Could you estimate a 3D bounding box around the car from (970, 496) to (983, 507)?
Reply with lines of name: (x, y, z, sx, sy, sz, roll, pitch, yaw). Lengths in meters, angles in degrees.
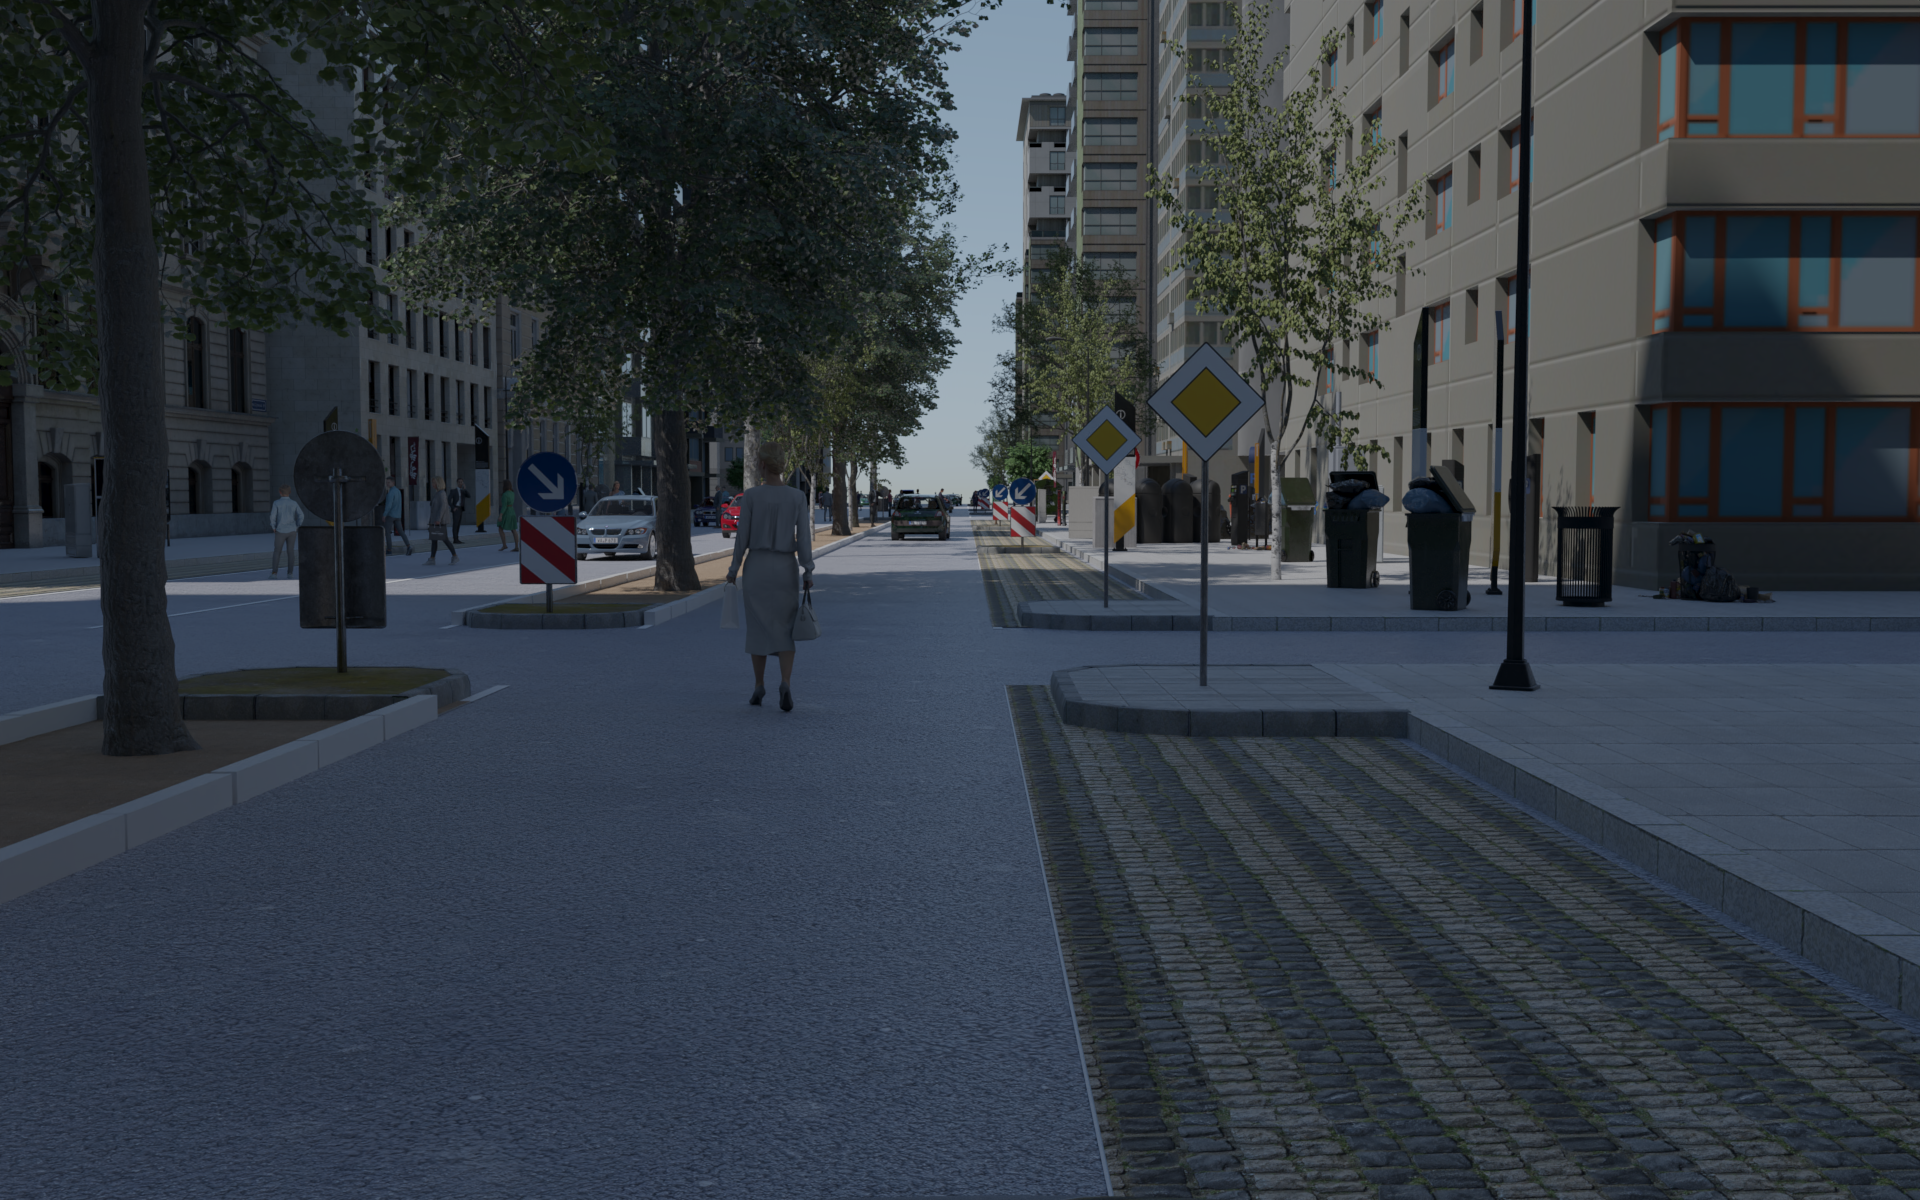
car: (2.044, -11.440, 196.829, 2.009, 1.686, 4.222, 0, 4, 2)

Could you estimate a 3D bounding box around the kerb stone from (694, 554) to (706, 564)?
kerb stone: (-5.433, -0.829, 35.755, 0.120, 0.150, 1.000, 0, 4, 0)

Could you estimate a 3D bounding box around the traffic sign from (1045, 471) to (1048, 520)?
traffic sign: (4.271, -5.170, 85.714, 0.795, 2.450, 0.064, 1, 4, 9)

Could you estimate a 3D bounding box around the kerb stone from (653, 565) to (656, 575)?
kerb stone: (-5.441, -0.516, 30.632, 0.120, 0.150, 1.000, 0, 4, 0)

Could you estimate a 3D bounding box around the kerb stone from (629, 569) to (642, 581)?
kerb stone: (-5.446, -0.389, 28.583, 0.120, 0.150, 1.000, 0, 4, 0)

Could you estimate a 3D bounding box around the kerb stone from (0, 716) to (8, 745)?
kerb stone: (-5.493, 0.776, 9.559, 0.120, 0.150, 1.000, 0, 4, 0)

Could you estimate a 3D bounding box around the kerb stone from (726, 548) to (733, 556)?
kerb stone: (-5.417, -1.079, 39.845, 0.120, 0.150, 1.000, 0, 4, 0)

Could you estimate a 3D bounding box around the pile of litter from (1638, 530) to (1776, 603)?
pile of litter: (9.093, -0.435, 21.082, 1.176, 0.858, 1.719, -1, 4, -14)

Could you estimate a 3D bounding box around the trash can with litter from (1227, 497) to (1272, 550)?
trash can with litter: (6.931, -1.779, 40.151, 1.678, 1.210, 2.233, -1, 4, -14)

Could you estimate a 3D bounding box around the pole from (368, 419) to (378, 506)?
pole: (-15.960, -3.259, 47.131, 0.158, 3.312, 0.155, 0, 3, 0)

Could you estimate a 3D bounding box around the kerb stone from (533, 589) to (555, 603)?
kerb stone: (-5.463, -0.013, 22.430, 0.120, 0.150, 1.000, 0, 4, 0)

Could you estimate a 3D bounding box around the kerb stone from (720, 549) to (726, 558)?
kerb stone: (-5.425, -1.004, 38.824, 0.120, 0.150, 1.000, 0, 4, 0)

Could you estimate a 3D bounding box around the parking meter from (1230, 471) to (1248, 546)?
parking meter: (6.948, -2.286, 43.090, 0.399, 1.863, 0.255, -2, 4, -30)

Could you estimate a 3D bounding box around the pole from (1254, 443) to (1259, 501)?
pole: (11.884, -4.621, 69.396, 0.158, 3.312, 0.155, 0, 3, 0)

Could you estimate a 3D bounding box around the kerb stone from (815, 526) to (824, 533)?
kerb stone: (-5.347, -2.647, 65.467, 0.120, 0.150, 1.000, 0, 4, 0)

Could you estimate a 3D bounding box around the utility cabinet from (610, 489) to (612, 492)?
utility cabinet: (-16.084, -4.361, 79.982, 0.318, 1.500, 1.173, -1, 4, -22)

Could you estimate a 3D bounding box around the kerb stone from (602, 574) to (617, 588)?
kerb stone: (-5.449, -0.263, 26.524, 0.120, 0.150, 1.000, 0, 4, 0)

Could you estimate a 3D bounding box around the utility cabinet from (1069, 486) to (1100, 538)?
utility cabinet: (3.705, -2.490, 49.391, 1.173, 1.500, 0.318, 1, 4, 13)

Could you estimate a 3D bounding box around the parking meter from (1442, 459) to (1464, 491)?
parking meter: (8.381, -1.454, 29.483, 0.255, 1.863, 0.399, 3, 5, 42)

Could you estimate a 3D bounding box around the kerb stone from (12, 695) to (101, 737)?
kerb stone: (-5.505, 0.711, 10.581, 0.120, 0.150, 1.000, 0, 4, 0)

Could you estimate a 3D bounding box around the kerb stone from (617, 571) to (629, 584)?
kerb stone: (-5.461, -0.328, 27.555, 0.120, 0.150, 1.000, 0, 4, 0)

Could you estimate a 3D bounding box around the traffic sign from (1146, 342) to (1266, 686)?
traffic sign: (1.625, -0.482, 11.524, 0.795, 2.450, 0.064, 0, 4, 0)

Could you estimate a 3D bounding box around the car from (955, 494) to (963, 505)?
car: (-0.693, -12.631, 218.316, 2.131, 1.459, 4.920, 0, 4, -1)

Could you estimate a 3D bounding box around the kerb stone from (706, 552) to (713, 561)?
kerb stone: (-5.432, -0.892, 36.779, 0.120, 0.150, 1.000, 0, 4, 0)

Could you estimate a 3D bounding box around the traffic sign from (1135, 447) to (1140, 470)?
traffic sign: (4.120, -2.642, 43.305, 0.768, 2.556, 0.104, 0, 4, 6)

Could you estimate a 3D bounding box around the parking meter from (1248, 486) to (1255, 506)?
parking meter: (8.809, -2.717, 52.829, 0.372, 1.533, 0.369, 0, 3, 0)

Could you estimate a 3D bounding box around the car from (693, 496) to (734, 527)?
car: (-10.784, -3.941, 77.021, 1.945, 1.354, 3.894, 0, 4, 0)

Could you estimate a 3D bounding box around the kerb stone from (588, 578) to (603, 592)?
kerb stone: (-5.461, -0.202, 25.502, 0.120, 0.150, 1.000, 0, 4, 0)

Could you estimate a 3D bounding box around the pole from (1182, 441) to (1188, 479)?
pole: (7.962, -4.127, 61.313, 0.158, 3.312, 0.155, 0, 3, 0)

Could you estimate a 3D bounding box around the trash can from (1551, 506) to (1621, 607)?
trash can: (7.154, -0.500, 19.834, 0.748, 1.137, 0.748, 0, 3, 0)

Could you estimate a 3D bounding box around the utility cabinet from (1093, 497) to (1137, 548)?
utility cabinet: (3.700, -1.851, 41.426, 1.020, 1.237, 0.306, -1, 4, -10)

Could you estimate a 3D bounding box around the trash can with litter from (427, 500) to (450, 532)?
trash can with litter: (-17.654, -2.888, 58.610, 0.624, 1.170, 1.055, 0, 4, -4)

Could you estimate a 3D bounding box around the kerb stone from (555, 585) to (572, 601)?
kerb stone: (-5.463, -0.073, 23.458, 0.120, 0.150, 1.000, 0, 4, 0)

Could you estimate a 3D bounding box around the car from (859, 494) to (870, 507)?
car: (-10.009, -10.775, 187.967, 2.131, 1.459, 4.920, 0, 4, 1)

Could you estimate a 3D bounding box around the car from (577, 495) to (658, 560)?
car: (-7.454, -1.652, 39.020, 2.014, 1.417, 4.499, 0, 4, 2)

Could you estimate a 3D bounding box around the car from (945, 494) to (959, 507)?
car: (-1.112, -11.487, 199.612, 2.131, 1.459, 4.920, 0, 4, -2)

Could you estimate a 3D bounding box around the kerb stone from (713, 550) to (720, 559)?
kerb stone: (-5.425, -0.954, 37.801, 0.120, 0.150, 1.000, 0, 4, 0)

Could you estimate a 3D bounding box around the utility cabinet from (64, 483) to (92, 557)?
utility cabinet: (-17.894, -1.616, 35.106, 0.318, 1.500, 1.173, -3, 4, -36)

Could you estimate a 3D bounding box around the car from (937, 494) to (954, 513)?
car: (-1.463, -7.379, 132.649, 2.014, 1.417, 4.499, 0, 4, 1)

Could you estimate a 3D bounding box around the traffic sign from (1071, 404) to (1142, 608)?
traffic sign: (1.647, -0.970, 19.509, 0.795, 2.450, 0.064, 0, 4, 0)

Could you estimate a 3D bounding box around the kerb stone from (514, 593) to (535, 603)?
kerb stone: (-5.473, 0.049, 21.398, 0.120, 0.150, 1.000, 0, 4, 0)

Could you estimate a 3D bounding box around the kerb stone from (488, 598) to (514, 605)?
kerb stone: (-5.468, 0.111, 20.376, 0.120, 0.150, 1.000, 0, 4, 0)

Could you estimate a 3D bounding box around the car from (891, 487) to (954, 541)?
car: (-1.217, -2.741, 54.598, 2.009, 1.686, 4.222, 0, 4, 2)

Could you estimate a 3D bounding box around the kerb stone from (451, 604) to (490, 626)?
kerb stone: (-5.473, 0.174, 19.345, 0.120, 0.150, 1.000, 0, 4, 0)

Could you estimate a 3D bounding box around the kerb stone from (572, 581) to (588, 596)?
kerb stone: (-5.466, -0.136, 24.480, 0.120, 0.150, 1.000, 0, 4, 0)

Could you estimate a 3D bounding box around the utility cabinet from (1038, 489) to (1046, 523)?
utility cabinet: (3.635, -4.152, 76.570, 0.318, 1.500, 1.173, 0, 4, 0)

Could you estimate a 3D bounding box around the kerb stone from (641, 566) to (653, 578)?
kerb stone: (-5.446, -0.452, 29.610, 0.120, 0.150, 1.000, 0, 4, 0)

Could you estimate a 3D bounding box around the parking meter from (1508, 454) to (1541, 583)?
parking meter: (8.212, -1.193, 25.223, 0.399, 1.863, 0.255, 3, 4, 37)

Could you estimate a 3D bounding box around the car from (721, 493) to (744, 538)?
car: (-6.802, -2.979, 57.746, 2.155, 1.783, 4.494, 0, 4, 2)

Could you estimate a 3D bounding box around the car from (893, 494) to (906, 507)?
car: (-6.684, -11.351, 195.380, 2.009, 1.686, 4.222, 0, 4, -1)
